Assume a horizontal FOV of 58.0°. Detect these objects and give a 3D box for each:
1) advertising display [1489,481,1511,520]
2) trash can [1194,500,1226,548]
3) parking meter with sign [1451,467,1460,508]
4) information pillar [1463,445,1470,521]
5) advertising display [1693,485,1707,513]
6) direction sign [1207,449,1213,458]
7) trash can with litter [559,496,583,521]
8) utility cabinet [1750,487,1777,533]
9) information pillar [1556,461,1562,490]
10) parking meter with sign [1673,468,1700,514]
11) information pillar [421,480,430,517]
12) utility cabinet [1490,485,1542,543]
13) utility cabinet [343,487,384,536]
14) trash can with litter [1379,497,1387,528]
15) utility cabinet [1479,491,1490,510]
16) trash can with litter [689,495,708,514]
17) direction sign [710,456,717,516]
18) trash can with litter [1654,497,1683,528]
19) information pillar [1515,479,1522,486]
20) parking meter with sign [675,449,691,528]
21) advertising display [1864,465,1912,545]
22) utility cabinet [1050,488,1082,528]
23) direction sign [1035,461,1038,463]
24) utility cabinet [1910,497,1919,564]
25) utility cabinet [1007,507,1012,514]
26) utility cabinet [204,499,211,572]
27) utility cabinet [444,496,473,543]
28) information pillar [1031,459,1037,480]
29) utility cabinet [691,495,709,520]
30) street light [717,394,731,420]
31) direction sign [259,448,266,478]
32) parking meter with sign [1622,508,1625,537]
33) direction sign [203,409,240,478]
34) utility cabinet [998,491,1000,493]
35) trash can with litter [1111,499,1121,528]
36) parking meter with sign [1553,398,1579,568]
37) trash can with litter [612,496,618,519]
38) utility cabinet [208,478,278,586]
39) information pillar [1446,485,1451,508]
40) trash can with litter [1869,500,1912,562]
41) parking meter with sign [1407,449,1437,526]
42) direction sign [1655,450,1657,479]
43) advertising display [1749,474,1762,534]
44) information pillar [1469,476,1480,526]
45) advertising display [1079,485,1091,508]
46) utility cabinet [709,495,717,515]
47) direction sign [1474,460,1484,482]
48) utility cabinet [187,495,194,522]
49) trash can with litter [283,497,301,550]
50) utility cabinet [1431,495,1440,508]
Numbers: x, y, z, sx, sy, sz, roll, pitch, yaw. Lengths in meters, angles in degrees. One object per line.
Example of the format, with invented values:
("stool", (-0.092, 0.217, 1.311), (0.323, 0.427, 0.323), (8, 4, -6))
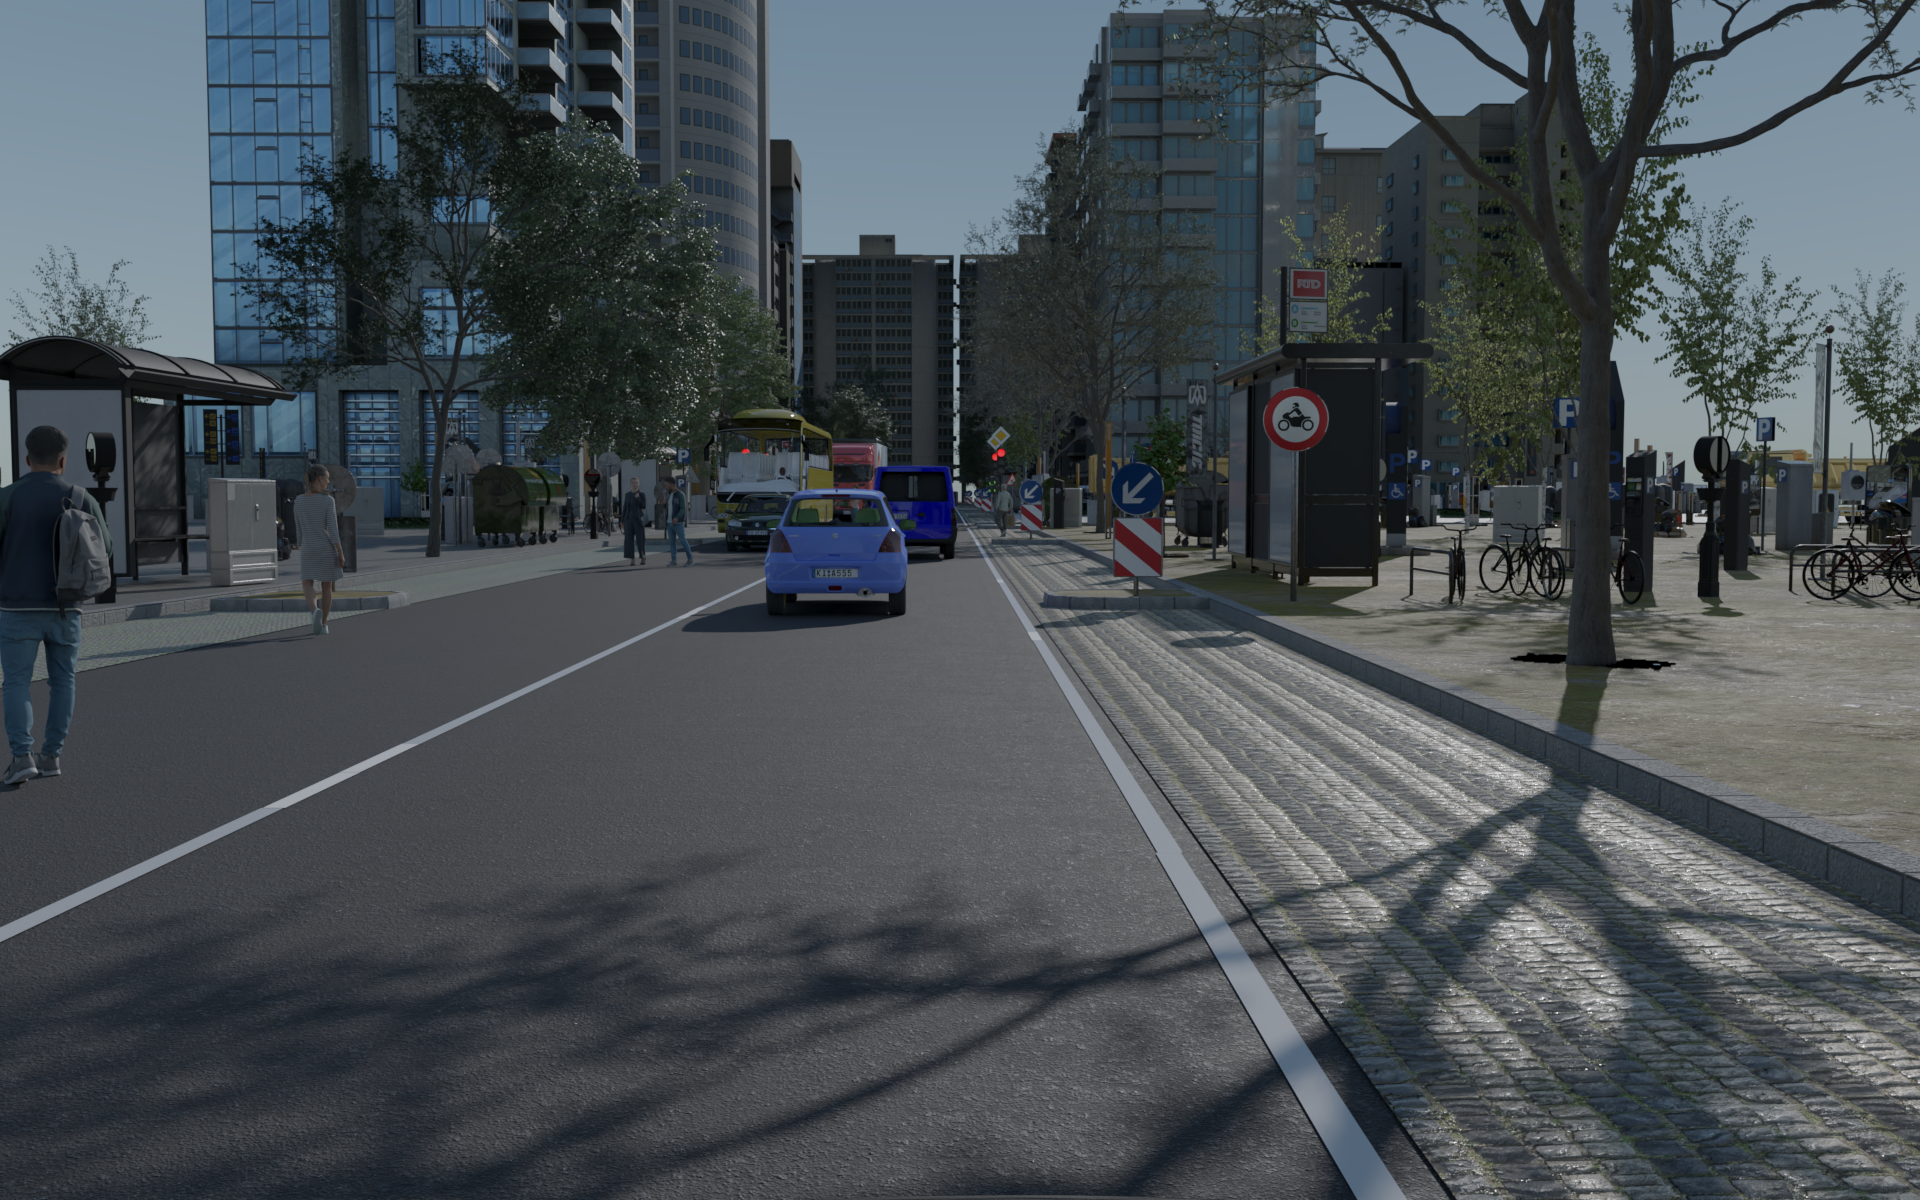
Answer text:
("advertising display", (26.171, -4.816, 83.959), (0.974, 1.923, 0.123), (3, 4, 36))
("trash can", (5.969, -1.816, 41.353), (0.748, 1.137, 0.748), (0, 3, 0))
("parking meter with sign", (32.114, -7.102, 112.378), (0.543, 3.016, 1.738), (1, 4, 19))
("information pillar", (24.365, -5.621, 83.265), (0.183, 3.616, 0.504), (-1, 4, -9))
("advertising display", (50.306, -6.888, 117.827), (0.974, 1.923, 0.123), (0, 4, -2))
("direction sign", (12.418, -5.787, 86.620), (0.876, 3.537, 0.379), (1, 4, 18))
("trash can with litter", (-19.014, -4.358, 82.303), (2.233, 1.210, 1.678), (0, 4, 6))
("utility cabinet", (26.283, -2.933, 56.636), (1.173, 1.500, 0.318), (-3, 5, -39))
("information pillar", (40.676, -7.709, 117.388), (0.504, 3.616, 0.183), (2, 4, 34))
("parking meter with sign", (47.938, -7.210, 114.151), (1.738, 3.016, 0.543), (-1, 4, -12))
("information pillar", (-26.160, -4.909, 84.752), (0.304, 2.012, 0.304), (2, 4, 31))
("utility cabinet", (14.392, -2.205, 44.738), (1.173, 1.500, 0.318), (3, 4, 37))
("utility cabinet", (-18.204, -2.702, 52.849), (1.173, 1.500, 0.318), (-1, 4, -20))
("trash can with litter", (16.023, -3.258, 64.650), (1.055, 1.170, 0.624), (-3, 5, -43))
("utility cabinet", (33.039, -6.069, 107.911), (1.173, 1.500, 0.318), (-1, 4, -12))
("trash can with litter", (-18.963, -7.045, 126.241), (2.233, 1.210, 1.678), (-3, 5, -43))
("direction sign", (-14.309, -6.759, 102.503), (0.876, 3.537, 0.379), (-1, 4, -12))
("trash can with litter", (25.837, -3.175, 63.297), (1.055, 1.170, 0.624), (0, 4, -7))
("information pillar", (26.428, -4.741, 82.007), (0.304, 2.012, 0.304), (1, 4, 9))
("parking meter with sign", (-10.650, -4.279, 66.222), (0.543, 3.016, 1.738), (0, 4, -3))
("advertising display", (20.597, -2.033, 38.460), (0.123, 1.923, 0.974), (-2, 4, -33))
("utility cabinet", (3.984, -3.454, 65.152), (1.173, 1.500, 0.318), (1, 4, 23))
("direction sign", (5.273, -7.828, 119.989), (0.379, 3.537, 0.876), (1, 4, 19))
("utility cabinet", (17.996, -1.255, 31.675), (0.306, 1.237, 1.020), (-3, 5, -43))
("utility cabinet", (3.192, -6.316, 114.425), (0.306, 1.237, 1.020), (-1, 4, -23))
("utility cabinet", (-12.345, -1.097, 29.101), (0.306, 1.237, 1.020), (0, 4, -2))
("utility cabinet", (-13.256, -2.121, 45.848), (0.306, 1.237, 1.020), (1, 4, 13))
("information pillar", (4.741, -7.323, 111.093), (0.183, 3.616, 0.504), (-3, 5, -44))
("utility cabinet", (-12.969, -4.568, 85.849), (0.306, 1.237, 1.020), (1, 4, 19))
("street light", (-10.851, -6.541, 79.739), (0.468, 5.910, 1.993), (0, 4, 0))
("direction sign", (-34.142, -5.679, 84.841), (0.379, 3.537, 0.876), (0, 4, -6))
("parking meter with sign", (19.053, -3.414, 52.081), (1.738, 3.016, 0.543), (1, 4, 15))
("direction sign", (-19.723, -3.322, 46.316), (0.876, 3.537, 0.379), (-1, 4, -22))
("utility cabinet", (3.392, -7.272, 127.577), (1.173, 1.500, 0.318), (-1, 4, -11))
("trash can with litter", (6.077, -3.358, 66.286), (0.624, 1.170, 1.055), (-2, 4, -31))
("parking meter with sign", (10.858, -2.098, 30.560), (0.543, 3.016, 1.738), (1, 4, 11))
("trash can with litter", (-18.045, -4.859, 90.835), (0.624, 1.170, 1.055), (-2, 4, -34))
("utility cabinet", (-10.099, -0.964, 24.448), (0.318, 1.500, 1.173), (1, 4, 10))
("information pillar", (39.698, -8.333, 140.739), (0.304, 2.012, 0.304), (-3, 5, -42))
("trash can with litter", (17.800, -1.304, 32.711), (1.055, 1.170, 0.624), (-1, 4, -16))
("parking meter with sign", (18.255, -4.411, 68.374), (0.543, 3.016, 1.738), (3, 5, 43))
("direction sign", (35.393, -5.930, 88.947), (0.876, 3.537, 0.379), (-1, 4, -19))
("advertising display", (25.263, -3.092, 55.773), (0.974, 1.923, 0.123), (1, 4, 10))
("information pillar", (21.006, -4.051, 70.724), (0.304, 2.012, 0.304), (-1, 4, -10))
("advertising display", (8.910, -7.247, 123.706), (0.974, 1.923, 0.123), (2, 4, 30))
("utility cabinet", (-14.985, -5.840, 106.642), (1.020, 1.237, 0.306), (1, 4, 14))
("direction sign", (34.926, -7.621, 116.598), (0.876, 3.537, 0.379), (-2, 4, -33))
("utility cabinet", (-35.922, -4.220, 80.162), (0.306, 1.237, 1.020), (1, 4, 11))
("trash can with litter", (-15.776, -1.767, 39.946), (1.678, 1.210, 2.233), (2, 4, 34))
("utility cabinet", (32.610, -6.584, 118.814), (0.306, 1.237, 1.020), (3, 4, 37))
